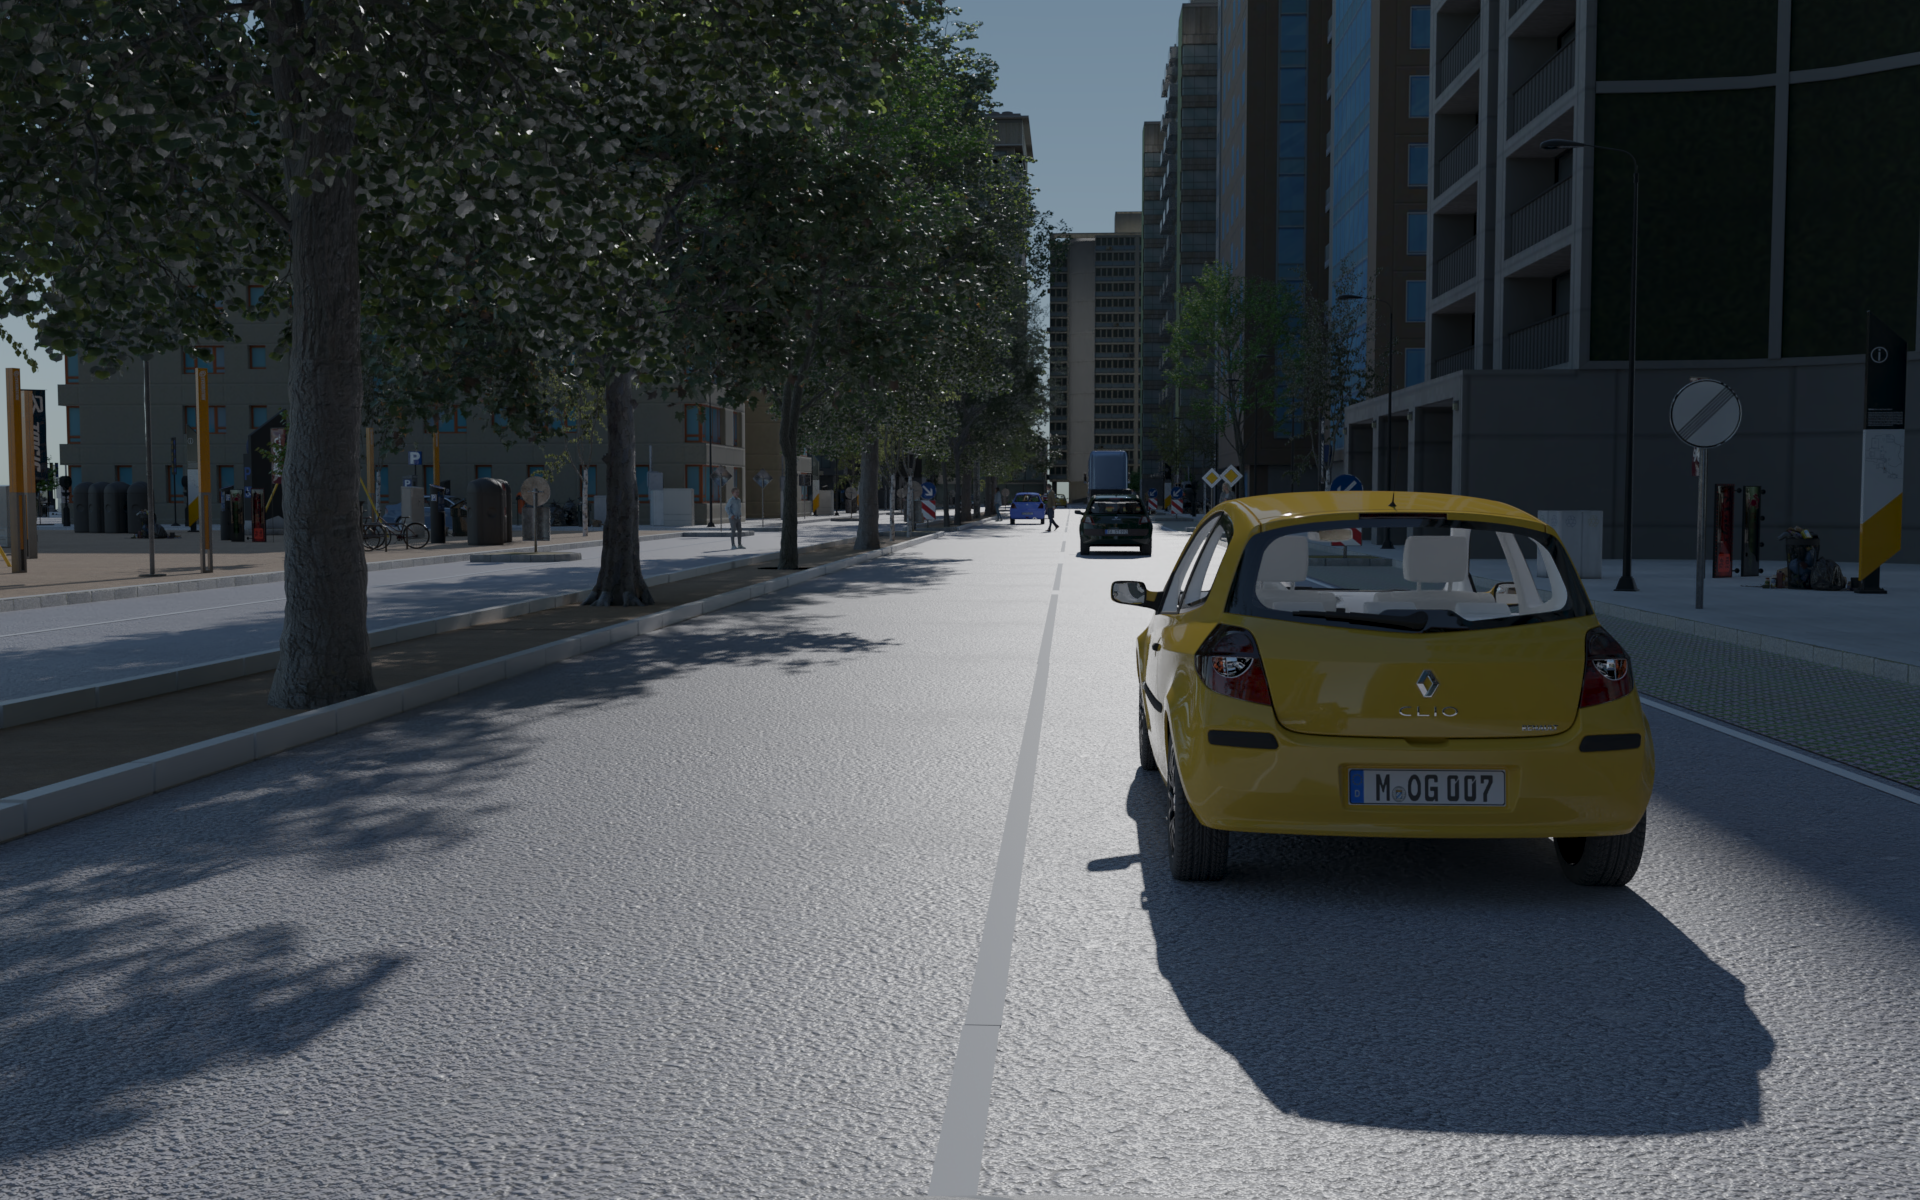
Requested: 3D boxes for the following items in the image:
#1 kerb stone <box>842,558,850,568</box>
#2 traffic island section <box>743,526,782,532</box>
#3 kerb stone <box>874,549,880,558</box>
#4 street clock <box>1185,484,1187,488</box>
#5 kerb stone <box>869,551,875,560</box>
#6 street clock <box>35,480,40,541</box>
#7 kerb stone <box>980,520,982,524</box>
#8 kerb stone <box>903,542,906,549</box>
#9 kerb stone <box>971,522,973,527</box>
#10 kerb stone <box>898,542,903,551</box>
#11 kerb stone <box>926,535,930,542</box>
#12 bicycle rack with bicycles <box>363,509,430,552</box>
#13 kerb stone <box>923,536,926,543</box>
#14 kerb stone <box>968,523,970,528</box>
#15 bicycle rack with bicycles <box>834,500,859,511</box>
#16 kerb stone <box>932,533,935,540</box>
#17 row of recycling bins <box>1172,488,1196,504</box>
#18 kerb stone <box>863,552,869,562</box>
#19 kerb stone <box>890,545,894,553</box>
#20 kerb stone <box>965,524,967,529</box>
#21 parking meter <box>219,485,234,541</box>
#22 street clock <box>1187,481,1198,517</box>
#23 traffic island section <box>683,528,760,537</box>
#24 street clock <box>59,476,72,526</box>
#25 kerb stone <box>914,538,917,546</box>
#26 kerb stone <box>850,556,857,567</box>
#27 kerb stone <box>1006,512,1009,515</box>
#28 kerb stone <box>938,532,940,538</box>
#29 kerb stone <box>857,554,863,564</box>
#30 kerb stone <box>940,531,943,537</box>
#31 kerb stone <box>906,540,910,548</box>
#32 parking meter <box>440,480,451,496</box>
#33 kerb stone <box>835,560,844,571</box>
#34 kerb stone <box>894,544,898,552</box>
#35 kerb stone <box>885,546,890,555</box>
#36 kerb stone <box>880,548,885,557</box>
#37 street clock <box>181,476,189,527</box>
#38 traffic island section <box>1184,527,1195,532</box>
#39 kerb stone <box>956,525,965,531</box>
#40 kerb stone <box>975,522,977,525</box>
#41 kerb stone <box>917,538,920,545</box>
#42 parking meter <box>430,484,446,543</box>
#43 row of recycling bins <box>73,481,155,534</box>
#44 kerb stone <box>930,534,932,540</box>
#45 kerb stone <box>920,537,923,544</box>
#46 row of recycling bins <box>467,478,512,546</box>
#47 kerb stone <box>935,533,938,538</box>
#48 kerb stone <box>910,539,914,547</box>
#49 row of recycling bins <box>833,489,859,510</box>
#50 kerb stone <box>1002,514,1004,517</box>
[{"bbox_3d":[-2.288,-0.682,33.349,0.120,0.150,1.000,0,4,4],"label":"kerb stone"},{"bbox_3d":[-7.655,-2.740,67.086,2.009,0.180,2.903,0,4,4],"label":"traffic island section"},{"bbox_3d":[-1.954,-0.996,38.474,0.120,0.150,1.000,0,4,4],"label":"kerb stone"},{"bbox_3d":[16.030,-7.168,121.773,0.358,2.002,0.471,3,5,44],"label":"street clock"},{"bbox_3d":[-2.013,-0.931,37.447,0.120,0.150,1.000,0,4,4],"label":"kerb stone"},{"bbox_3d":[-25.033,-2.577,46.696,0.471,2.002,0.358,0,4,-6],"label":"street clock"},{"bbox_3d":[0.809,-3.585,80.936,0.120,0.150,1.000,0,4,4],"label":"kerb stone"},{"bbox_3d":[-1.553,-1.366,44.603,0.120,0.150,1.000,0,4,4],"label":"kerb stone"},{"bbox_3d":[0.346,-3.154,73.761,0.120,0.150,1.000,0,4,4],"label":"kerb stone"},{"bbox_3d":[-1.613,-1.308,43.583,0.120,0.150,1.000,0,4,4],"label":"kerb stone"},{"bbox_3d":[-1.088,-1.809,51.778,0.120,0.150,1.000,0,4,4],"label":"kerb stone"},{"bbox_3d":[-13.804,-1.585,39.301,2.925,0.926,2.852,0,4,-2],"label":"bicycle rack with bicycles"},{"bbox_3d":[-1.161,-1.746,50.745,0.120,0.150,1.000,0,4,4],"label":"kerb stone"},{"bbox_3d":[0.208,-3.029,71.716,0.120,0.150,1.000,0,4,4],"label":"kerb stone"},{"bbox_3d":[-8.217,-7.248,131.882,2.852,0.926,2.925,3,4,38],"label":"bicycle rack with bicycles"},{"bbox_3d":[-0.954,-1.931,53.817,0.120,0.150,1.000,0,4,4],"label":"kerb stone"},{"bbox_3d":[15.419,-6.832,118.815,1.069,1.692,3.534,0,4,-8],"label":"row of recycling bins"},{"bbox_3d":[-2.085,-0.866,36.426,0.120,0.150,1.000,0,4,4],"label":"kerb stone"},{"bbox_3d":[-1.759,-1.178,41.543,0.120,0.150,1.000,0,4,4],"label":"kerb stone"},{"bbox_3d":[0.076,-2.901,69.676,0.120,0.150,1.000,0,4,4],"label":"kerb stone"},{"bbox_3d":[-20.290,-2.419,47.963,0.372,1.533,0.369,0,3,0],"label":"parking meter"},{"bbox_3d":[13.277,-5.722,98.122,0.358,2.002,0.471,2,4,26],"label":"street clock"},{"bbox_3d":[-8.172,-2.253,59.117,2.009,0.180,2.903,0,4,4],"label":"traffic island section"},{"bbox_3d":[-35.388,-3.914,68.569,0.358,2.002,0.471,1,4,11],"label":"street clock"},{"bbox_3d":[-1.358,-1.558,47.663,0.120,0.150,1.000,0,4,4],"label":"kerb stone"},{"bbox_3d":[-2.218,-0.744,34.375,0.120,0.150,1.000,0,4,4],"label":"kerb stone"},{"bbox_3d":[2.987,-5.657,114.691,0.120,0.150,1.000,0,4,4],"label":"kerb stone"},{"bbox_3d":[-0.828,-2.059,55.858,0.120,0.150,1.000,0,4,4],"label":"kerb stone"},{"bbox_3d":[-2.148,-0.800,35.401,0.120,0.150,1.000,0,4,4],"label":"kerb stone"},{"bbox_3d":[-0.747,-2.121,56.877,0.120,0.150,1.000,0,4,4],"label":"kerb stone"},{"bbox_3d":[-1.496,-1.433,45.624,0.120,0.150,1.000,0,4,4],"label":"kerb stone"},{"bbox_3d":[-21.157,-4.005,71.196,0.255,1.863,0.399,2,4,30],"label":"parking meter"},{"bbox_3d":[-2.346,-0.620,32.328,0.120,0.150,1.000,0,4,4],"label":"kerb stone"},{"bbox_3d":[-1.684,-1.246,42.563,0.120,0.150,1.000,0,4,4],"label":"kerb stone"},{"bbox_3d":[-1.815,-1.121,40.519,0.120,0.150,1.000,0,4,4],"label":"kerb stone"},{"bbox_3d":[-1.891,-1.055,39.496,0.120,0.150,1.000,0,4,4],"label":"kerb stone"},{"bbox_3d":[-30.490,-3.903,68.377,0.358,2.002,0.471,0,4,6],"label":"street clock"},{"bbox_3d":[9.600,-2.672,65.965,2.009,0.180,2.903,0,4,4],"label":"traffic island section"},{"bbox_3d":[0.017,-2.838,68.655,0.120,0.150,1.000,0,4,4],"label":"kerb stone"},{"bbox_3d":[0.542,-3.343,76.846,0.120,0.150,1.000,0,4,4],"label":"kerb stone"},{"bbox_3d":[-1.293,-1.620,48.690,0.120,0.150,1.000,0,4,4],"label":"kerb stone"},{"bbox_3d":[-13.611,-2.246,45.139,0.372,1.533,0.369,0,3,0],"label":"parking meter"},{"bbox_3d":[-27.809,-3.044,56.879,3.534,1.692,1.069,2,4,29],"label":"row of recycling bins"},{"bbox_3d":[-1.022,-1.871,52.798,0.120,0.150,1.000,0,4,4],"label":"kerb stone"},{"bbox_3d":[-1.226,-1.681,49.716,0.120,0.150,1.000,0,4,4],"label":"kerb stone"},{"bbox_3d":[-12.174,-2.300,44.723,1.069,1.692,3.534,-1,4,-10],"label":"row of recycling bins"},{"bbox_3d":[-0.887,-1.993,54.837,0.120,0.150,1.000,0,4,4],"label":"kerb stone"},{"bbox_3d":[-1.424,-1.493,46.643,0.120,0.150,1.000,0,4,4],"label":"kerb stone"},{"bbox_3d":[-8.997,-8.131,140.048,3.534,1.692,1.069,3,5,41],"label":"row of recycling bins"},{"bbox_3d":[2.466,-5.153,106.499,0.120,0.150,1.000,0,4,4],"label":"kerb stone"}]
